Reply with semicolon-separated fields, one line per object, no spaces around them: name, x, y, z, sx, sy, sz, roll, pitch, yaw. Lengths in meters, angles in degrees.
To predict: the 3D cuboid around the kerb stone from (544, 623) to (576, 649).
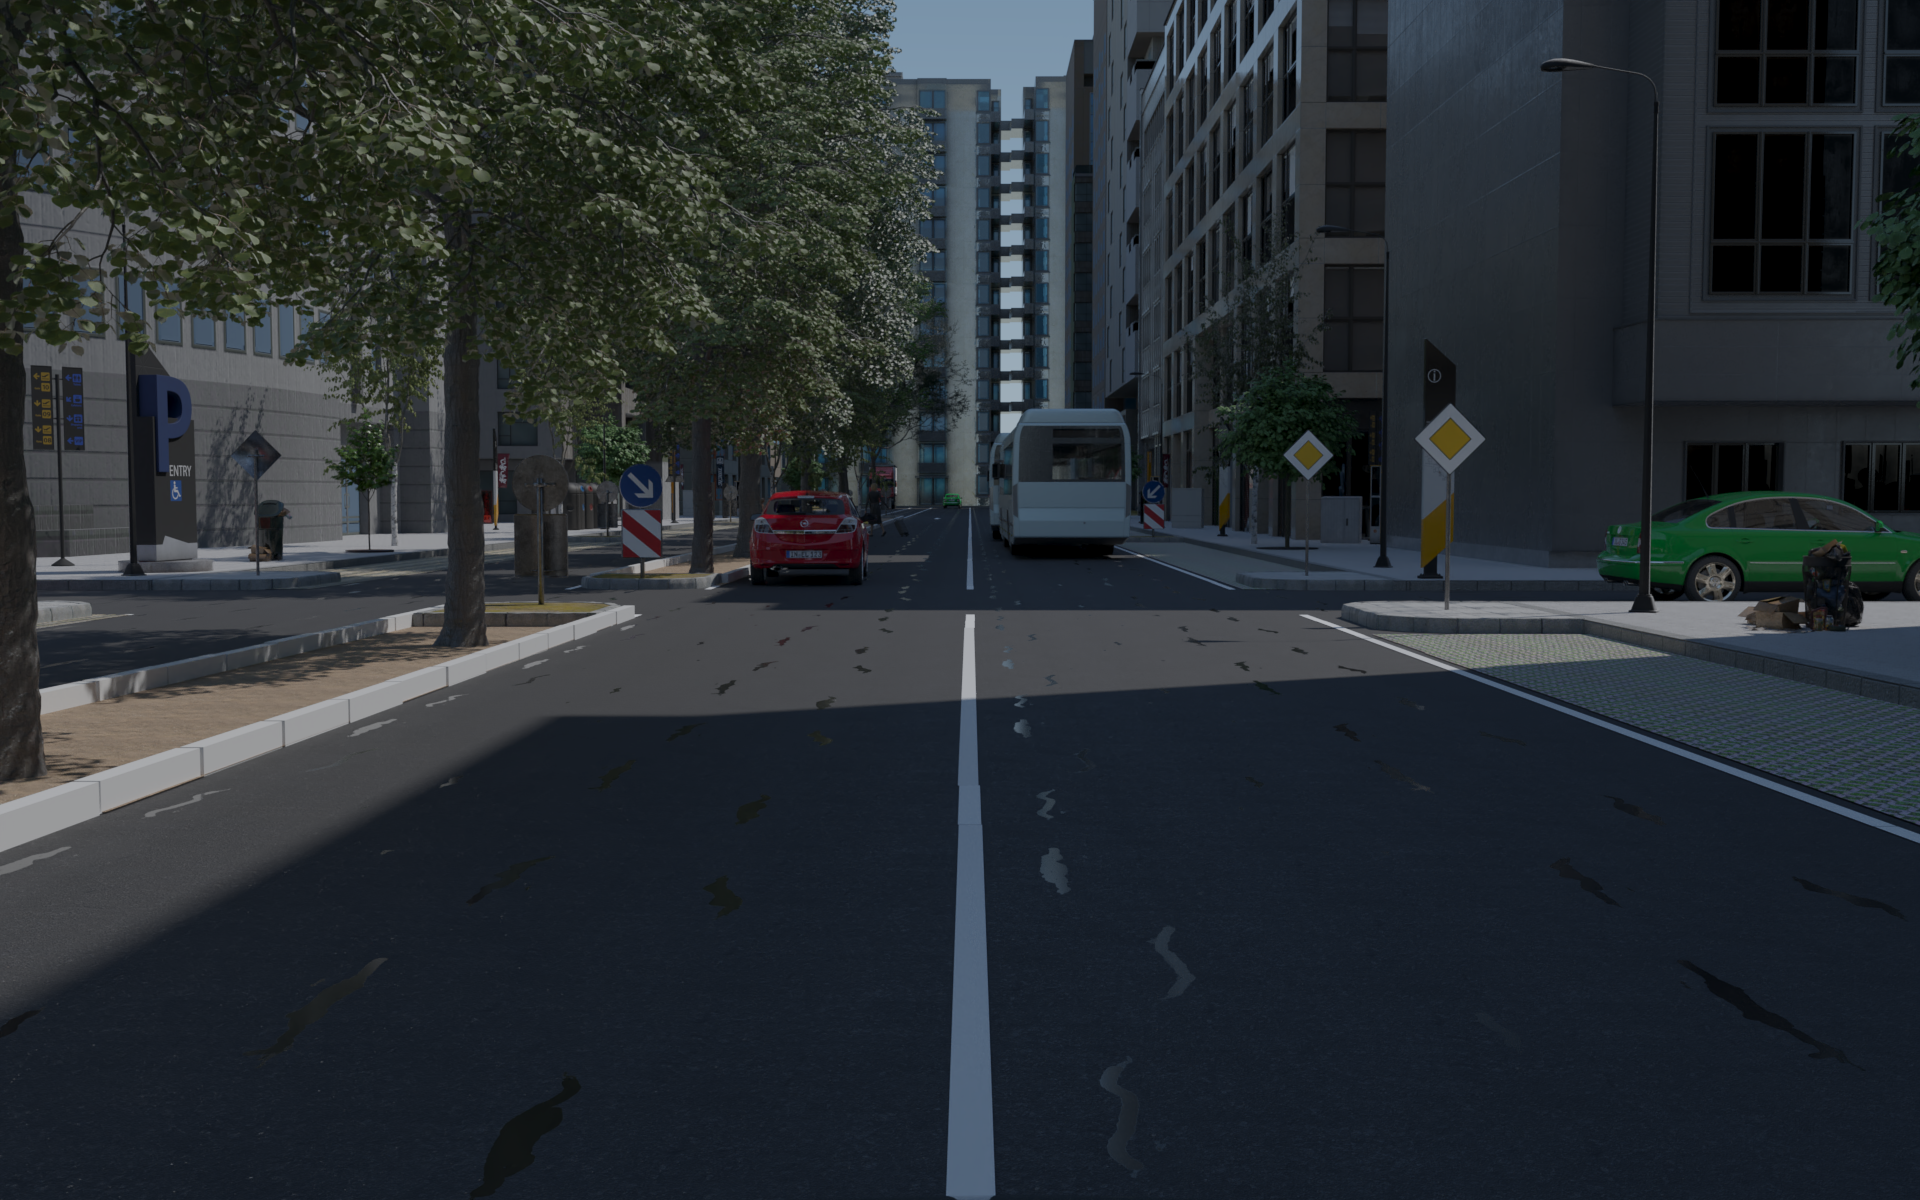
kerb stone;-3.850;0.351;16.463;0.120;0.150;1.000;0;4;0

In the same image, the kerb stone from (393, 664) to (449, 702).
kerb stone;-3.880;0.601;12.362;0.120;0.150;1.000;0;4;0

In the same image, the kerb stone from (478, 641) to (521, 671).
kerb stone;-3.862;0.476;14.411;0.120;0.150;1.000;0;4;0

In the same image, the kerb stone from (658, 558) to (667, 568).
kerb stone;-5.855;-0.686;33.418;0.120;0.150;1.000;0;4;0

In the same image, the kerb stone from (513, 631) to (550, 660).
kerb stone;-3.854;0.414;15.433;0.120;0.150;1.000;0;4;0

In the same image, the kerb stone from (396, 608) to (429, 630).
kerb stone;-5.933;0.223;18.544;0.120;0.150;1.000;0;4;0

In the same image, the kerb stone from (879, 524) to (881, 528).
kerb stone;-3.517;-3.132;73.413;0.120;0.150;1.000;0;4;0

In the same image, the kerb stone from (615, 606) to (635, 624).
kerb stone;-3.827;0.170;19.533;0.120;0.150;1.000;0;4;0

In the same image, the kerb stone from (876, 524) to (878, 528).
kerb stone;-3.537;-2.945;70.339;0.120;0.150;1.000;0;4;0

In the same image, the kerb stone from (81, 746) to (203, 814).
kerb stone;-3.901;0.853;8.248;0.120;0.150;1.000;0;4;0

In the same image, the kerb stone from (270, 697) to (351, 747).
kerb stone;-3.881;0.727;10.313;0.120;0.150;1.000;0;4;0

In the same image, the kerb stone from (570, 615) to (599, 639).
kerb stone;-3.836;0.290;17.487;0.120;0.150;1.000;0;4;0

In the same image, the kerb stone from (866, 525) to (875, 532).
kerb stone;-3.548;-2.819;68.288;0.120;0.150;1.000;0;4;0

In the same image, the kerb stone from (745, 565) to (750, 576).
kerb stone;-3.768;-0.498;30.332;0.120;0.150;1.000;0;4;0

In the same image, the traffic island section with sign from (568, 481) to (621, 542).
traffic island section with sign;-10.613;-2.646;51.890;1.989;1.847;2.006;0;4;0

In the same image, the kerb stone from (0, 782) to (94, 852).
kerb stone;-3.900;0.916;7.222;0.120;0.150;1.000;0;4;0

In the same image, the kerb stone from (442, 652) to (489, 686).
kerb stone;-3.863;0.539;13.389;0.120;0.150;1.000;0;4;0

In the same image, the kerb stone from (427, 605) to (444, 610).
kerb stone;-5.936;0.161;19.578;0.120;0.150;1.000;0;4;0

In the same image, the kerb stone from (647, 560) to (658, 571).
kerb stone;-5.852;-0.624;32.395;0.120;0.150;1.000;0;4;0

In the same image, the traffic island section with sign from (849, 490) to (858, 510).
traffic island section with sign;-9.999;-9.086;157.190;1.989;1.847;2.006;0;4;0

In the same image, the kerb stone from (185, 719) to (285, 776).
kerb stone;-3.891;0.790;9.280;0.120;0.150;1.000;0;4;0

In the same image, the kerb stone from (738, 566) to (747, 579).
kerb stone;-3.774;-0.435;29.308;0.120;0.150;1.000;0;4;0

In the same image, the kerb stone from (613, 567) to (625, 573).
kerb stone;-5.876;-0.431;29.328;0.120;0.150;1.000;0;4;0

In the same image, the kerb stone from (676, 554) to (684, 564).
kerb stone;-5.837;-0.811;35.462;0.120;0.150;1.000;0;4;0

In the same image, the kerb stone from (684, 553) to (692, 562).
kerb stone;-5.833;-0.874;36.491;0.120;0.150;1.000;0;4;0

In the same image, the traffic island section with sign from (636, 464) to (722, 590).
traffic island section with sign;-4.823;-1.148;26.909;2.006;1.907;1.989;0;4;0

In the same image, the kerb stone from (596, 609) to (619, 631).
kerb stone;-3.839;0.233;18.510;0.120;0.150;1.000;0;4;0

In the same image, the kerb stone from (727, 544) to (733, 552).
kerb stone;-5.792;-1.248;42.648;0.120;0.150;1.000;0;4;0

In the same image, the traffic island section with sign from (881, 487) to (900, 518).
traffic island section with sign;-4.394;-5.744;102.046;2.006;1.907;1.989;0;4;0

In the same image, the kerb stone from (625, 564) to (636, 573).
kerb stone;-5.876;-0.496;30.350;0.120;0.150;1.000;0;4;0

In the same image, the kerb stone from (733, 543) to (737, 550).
kerb stone;-5.798;-1.308;43.670;0.120;0.150;1.000;0;4;0

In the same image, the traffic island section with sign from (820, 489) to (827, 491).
traffic island section with sign;-10.157;-7.368;129.102;1.989;1.847;2.006;0;4;0

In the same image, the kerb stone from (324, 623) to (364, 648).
kerb stone;-5.944;0.355;16.501;0.120;0.150;1.000;0;4;0

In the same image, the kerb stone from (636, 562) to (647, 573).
kerb stone;-5.861;-0.561;31.372;0.120;0.150;1.000;0;4;0

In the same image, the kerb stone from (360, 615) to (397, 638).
kerb stone;-5.944;0.289;17.523;0.120;0.150;1.000;0;4;0

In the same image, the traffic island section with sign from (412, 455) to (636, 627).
traffic island section with sign;-4.876;-0.695;19.502;2.006;1.907;1.989;0;4;0

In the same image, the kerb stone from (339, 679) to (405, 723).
kerb stone;-3.873;0.664;11.335;0.120;0.150;1.000;0;4;0

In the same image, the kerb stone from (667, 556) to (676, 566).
kerb stone;-5.844;-0.748;34.440;0.120;0.150;1.000;0;4;0

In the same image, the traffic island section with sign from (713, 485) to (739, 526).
traffic island section with sign;-10.452;-4.299;78.923;1.989;1.847;2.006;0;4;0

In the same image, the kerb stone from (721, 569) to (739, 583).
kerb stone;-3.778;-0.372;28.285;0.120;0.150;1.000;0;4;0

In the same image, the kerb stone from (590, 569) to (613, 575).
kerb stone;-5.877;-0.374;28.303;0.120;0.150;1.000;0;4;0

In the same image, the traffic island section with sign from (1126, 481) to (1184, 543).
traffic island section with sign;5.604;-2.640;51.786;1.989;1.847;2.006;0;4;0

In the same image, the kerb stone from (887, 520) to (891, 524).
kerb stone;-3.475;-3.635;81.630;0.120;0.150;1.000;0;4;0

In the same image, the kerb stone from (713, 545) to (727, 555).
kerb stone;-5.799;-1.188;41.625;0.120;0.150;1.000;0;4;0
